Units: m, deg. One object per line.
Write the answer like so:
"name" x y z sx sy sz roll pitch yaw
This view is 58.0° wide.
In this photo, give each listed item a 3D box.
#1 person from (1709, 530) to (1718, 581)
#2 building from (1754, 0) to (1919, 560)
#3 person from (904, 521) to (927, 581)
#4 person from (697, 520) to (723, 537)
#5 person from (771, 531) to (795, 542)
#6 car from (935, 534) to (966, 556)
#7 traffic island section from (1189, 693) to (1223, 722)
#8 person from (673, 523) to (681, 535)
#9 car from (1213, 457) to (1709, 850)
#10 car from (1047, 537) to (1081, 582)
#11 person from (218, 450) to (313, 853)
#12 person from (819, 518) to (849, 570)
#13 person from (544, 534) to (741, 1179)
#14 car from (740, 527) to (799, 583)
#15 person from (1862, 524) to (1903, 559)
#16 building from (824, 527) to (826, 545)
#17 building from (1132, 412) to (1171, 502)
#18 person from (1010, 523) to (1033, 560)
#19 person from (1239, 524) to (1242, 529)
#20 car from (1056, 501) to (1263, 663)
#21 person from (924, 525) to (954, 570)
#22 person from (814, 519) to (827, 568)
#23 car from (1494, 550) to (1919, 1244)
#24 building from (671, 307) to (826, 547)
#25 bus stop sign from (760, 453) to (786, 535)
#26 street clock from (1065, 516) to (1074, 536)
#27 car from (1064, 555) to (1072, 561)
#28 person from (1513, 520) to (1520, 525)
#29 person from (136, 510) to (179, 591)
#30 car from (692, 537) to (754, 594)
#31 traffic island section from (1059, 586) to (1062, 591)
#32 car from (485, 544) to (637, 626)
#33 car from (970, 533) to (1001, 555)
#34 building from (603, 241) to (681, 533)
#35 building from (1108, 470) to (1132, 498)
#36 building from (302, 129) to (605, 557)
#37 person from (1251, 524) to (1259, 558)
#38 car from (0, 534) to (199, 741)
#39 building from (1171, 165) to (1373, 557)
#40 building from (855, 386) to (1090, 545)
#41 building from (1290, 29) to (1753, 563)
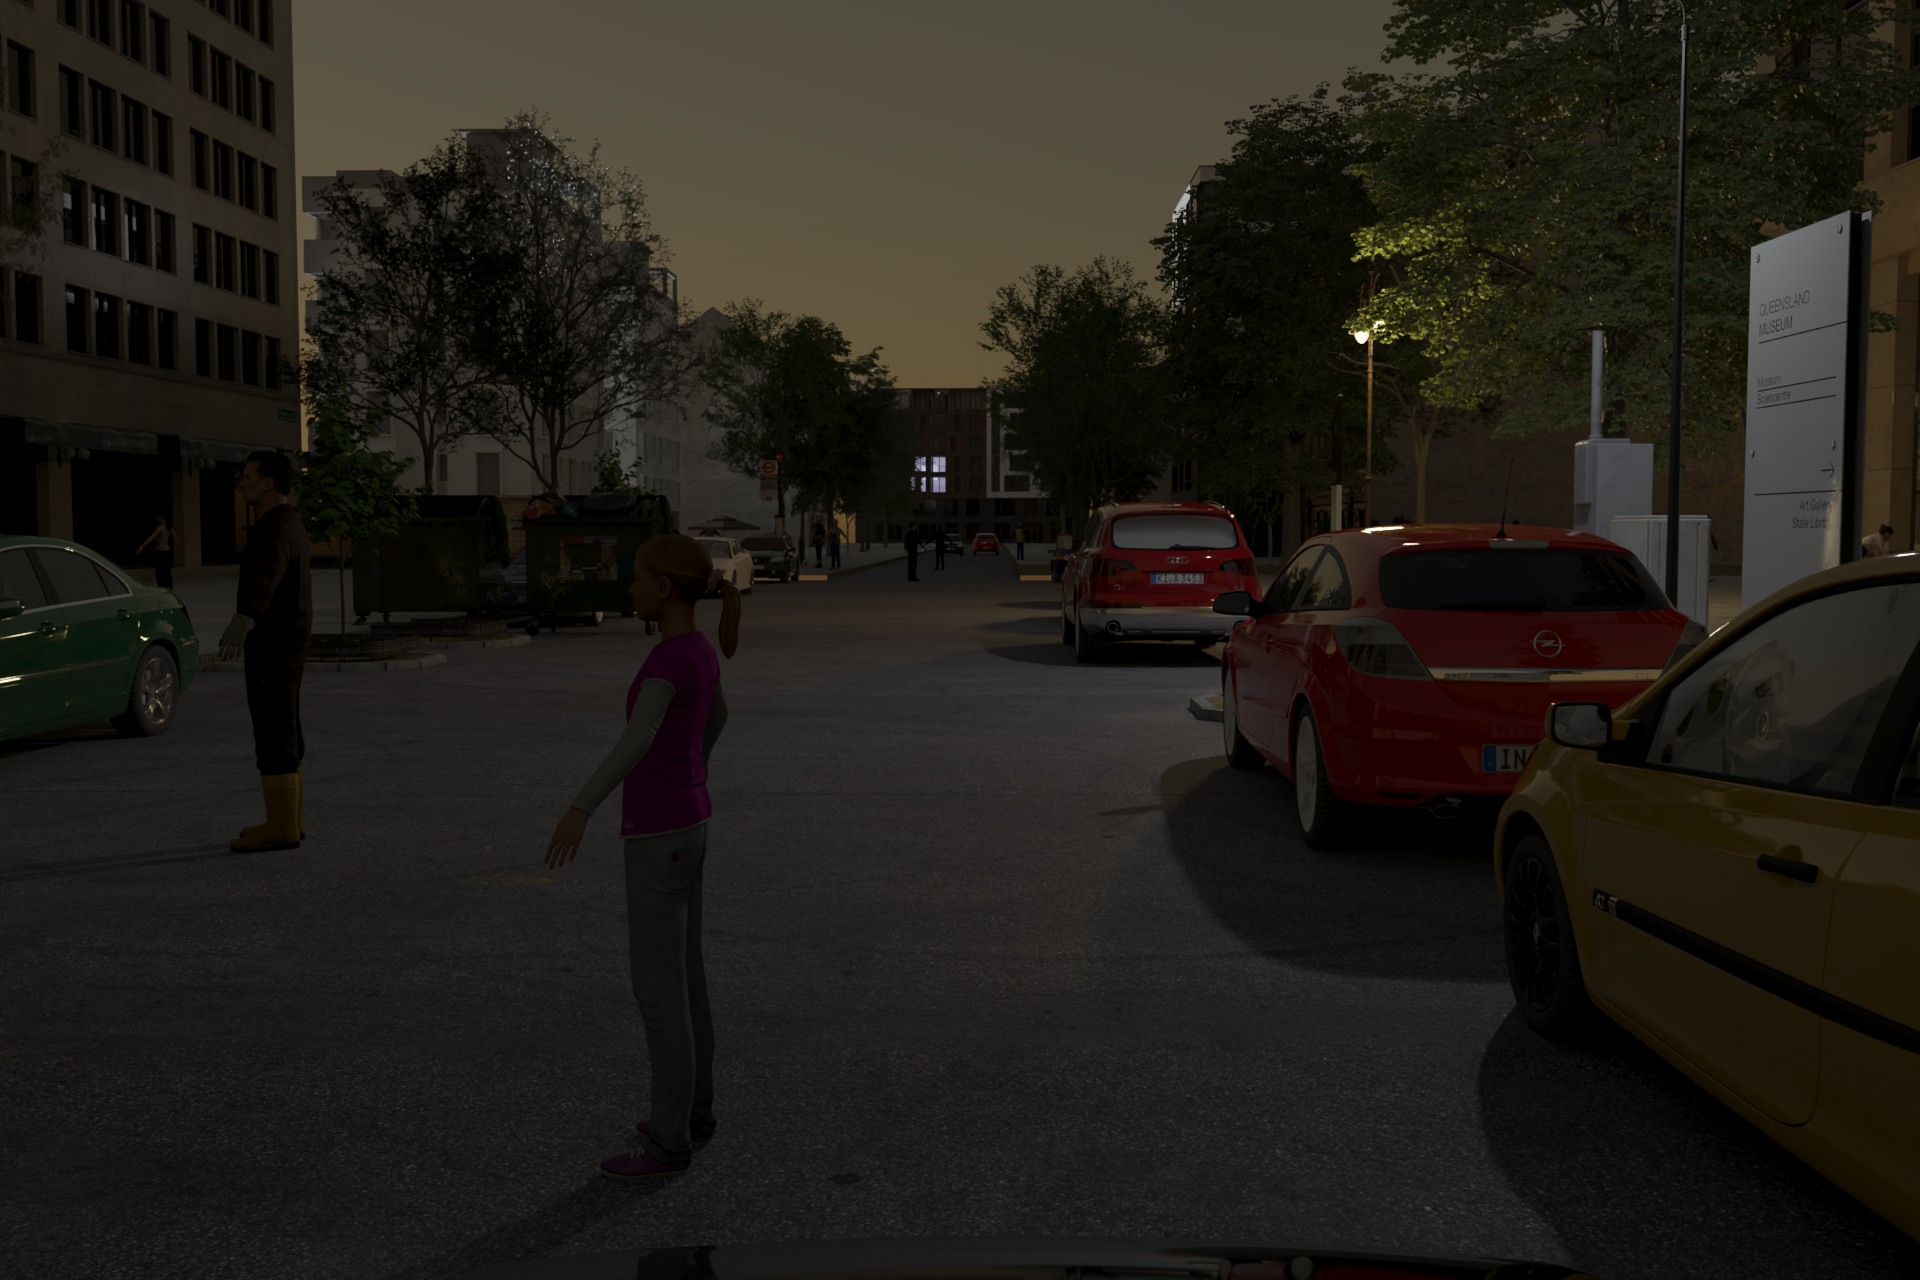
"person" 20.098 -2.459 46.804 0.990 1.755 0.434 -1 4 -12
"building" 28.498 -15.562 20.664 22.709 31.103 35.509 0 4 1
"person" -1.410 -2.702 52.569 0.705 1.837 1.347 -2 4 -29
"person" -9.789 -3.770 67.782 1.345 1.843 0.704 -1 4 -12
"person" -6.906 -3.638 66.276 1.217 1.733 0.721 0 4 -6
"car" -0.612 -6.323 113.170 2.009 1.686 4.222 0 4 1
"traffic island section" 2.863 0.554 13.813 1.991 0.108 1.994 0 4 2
"person" -13.304 -4.535 80.339 1.347 1.806 0.705 -2 4 -32
"car" 2.495 -0.016 9.309 2.155 1.783 4.494 0 4 2
"car" 3.641 -2.448 52.600 1.945 1.354 3.894 0 4 1
"person" -3.178 0.040 7.940 0.704 1.812 1.346 -1 4 -15
"person" -4.499 -3.456 62.363 1.347 1.847 0.705 2 4 33
"person" -0.722 0.475 3.961 0.599 1.433 0.991 0 4 8
"car" -5.825 -2.563 51.697 2.009 1.686 4.222 0 4 1
"person" 14.175 -1.085 26.974 0.799 1.438 0.628 -2 4 -35
"building" -20.391 -16.190 206.861 9.099 9.664 28.070 0 4 2
"building" 27.985 -21.410 180.978 19.493 23.208 18.063 0 4 2
"person" 2.996 -4.852 85.302 1.349 1.833 0.705 3 4 36
"person" 13.874 -4.900 86.573 0.721 1.772 1.216 0 4 -7
"car" 2.317 -0.742 20.802 2.281 1.827 5.304 0 4 1
"person" -0.813 -3.687 68.964 1.346 1.802 0.704 -2 4 -28
"person" -5.380 -3.664 65.683 0.705 1.856 1.354 0 4 0
"car" 2.473 0.394 3.776 2.015 1.641 3.980 0 3 0
"building" -23.821 -21.158 176.855 19.493 23.208 18.063 0 4 0
"bus stop sign" -6.171 -4.190 57.210 0.855 3.939 0.416 0 4 3
"street clock" 4.420 -4.009 70.117 0.358 2.002 0.471 0 4 1
"car" 3.084 -1.469 34.247 2.015 1.641 3.980 0 4 1
"person" 18.625 -3.120 57.728 0.721 1.740 1.216 0 4 0
"person" -15.186 -1.593 32.849 0.721 1.737 1.217 1 4 9
"car" -5.880 -1.682 39.861 2.083 1.381 4.827 0 4 1
"traffic island section" 3.523 -1.303 44.177 1.991 0.108 1.994 0 4 1
"car" -6.442 -1.006 28.458 2.014 1.417 4.499 0 4 1
"car" 1.786 -6.756 119.501 2.155 1.783 4.494 0 4 0
"building" -25.669 -15.702 113.148 16.016 20.090 11.380 0 4 2
"building" 26.791 -22.556 199.726 19.493 23.208 18.063 0 4 2
"building" -24.827 -13.818 82.349 16.016 20.090 11.380 0 4 2
"person" 15.846 -5.316 93.042 0.704 1.817 1.347 1 4 12
"car" -6.632 0.051 10.972 2.131 1.459 4.920 0 4 1
"building" 27.438 -16.417 112.400 27.936 21.610 32.646 0 4 1
"building" 2.171 -24.724 250.664 32.646 21.610 27.936 0 4 3
"building" 27.347 -15.502 84.383 19.493 23.208 18.063 0 4 1
